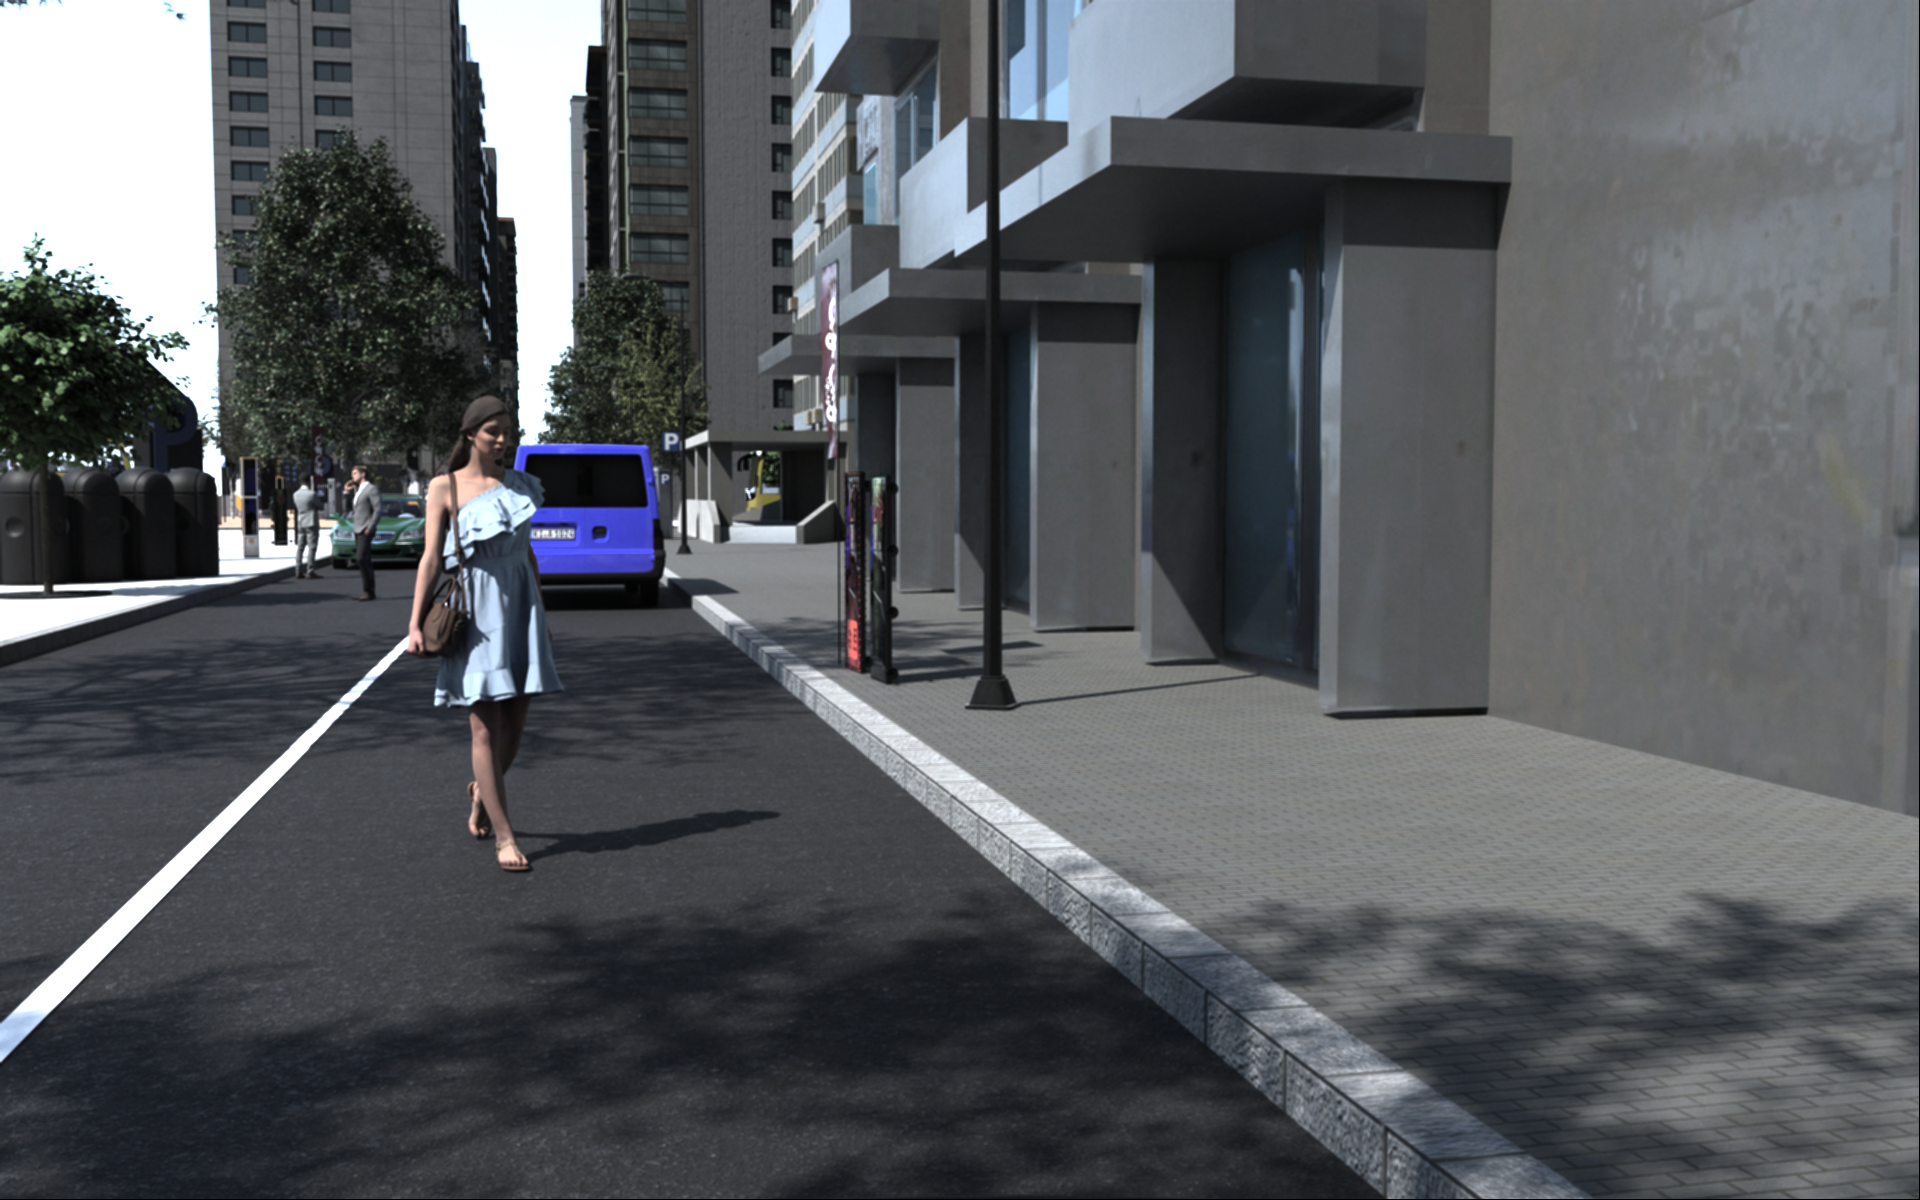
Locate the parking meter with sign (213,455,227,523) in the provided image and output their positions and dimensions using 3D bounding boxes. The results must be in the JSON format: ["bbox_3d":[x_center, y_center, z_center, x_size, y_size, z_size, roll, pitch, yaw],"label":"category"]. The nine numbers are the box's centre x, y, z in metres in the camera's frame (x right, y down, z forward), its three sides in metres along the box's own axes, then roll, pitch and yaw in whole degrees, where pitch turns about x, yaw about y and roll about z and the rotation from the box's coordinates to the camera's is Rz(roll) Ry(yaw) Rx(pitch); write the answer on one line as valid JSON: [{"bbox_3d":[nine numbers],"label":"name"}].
[{"bbox_3d":[-33.553,-4.941,77.053,0.543,3.016,1.738,3,5,43],"label":"parking meter with sign"}]

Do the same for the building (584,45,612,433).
[{"bbox_3d":[-25.508,-31.582,170.995,22.147,44.769,28.867,-1,4,-13],"label":"building"}]

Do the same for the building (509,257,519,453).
[{"bbox_3d":[-79.995,-36.769,284.763,14.154,41.232,14.086,-1,4,-13],"label":"building"}]

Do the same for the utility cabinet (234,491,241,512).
[{"bbox_3d":[-49.370,-6.756,119.140,1.173,1.500,0.318,1,4,20],"label":"utility cabinet"}]

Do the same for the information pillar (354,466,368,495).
[{"bbox_3d":[-15.912,-2.544,46.086,0.304,2.012,0.304,-1,4,-9],"label":"information pillar"}]

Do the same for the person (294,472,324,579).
[{"bbox_3d":[-11.047,-1.270,29.442,0.511,1.800,0.466,1,4,11],"label":"person"}]

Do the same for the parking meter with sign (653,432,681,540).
[{"bbox_3d":[-8.484,-3.250,49.398,0.543,3.016,1.738,-2,4,-27],"label":"parking meter with sign"}]

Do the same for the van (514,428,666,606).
[{"bbox_3d":[-5.186,-1.177,23.631,2.240,2.365,5.245,-1,4,-14],"label":"van"}]

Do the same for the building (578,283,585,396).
[{"bbox_3d":[-45.101,-28.510,237.838,14.160,30.474,14.107,-1,4,-13],"label":"building"}]

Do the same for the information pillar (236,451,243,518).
[{"bbox_3d":[-39.145,-6.292,94.231,0.504,3.616,0.183,1,4,9],"label":"information pillar"}]

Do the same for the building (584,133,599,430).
[{"bbox_3d":[-38.592,-34.352,211.758,14.600,45.320,14.200,-1,4,-13],"label":"building"}]

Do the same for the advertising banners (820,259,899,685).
[{"bbox_3d":[-0.754,-0.996,12.470,0.090,3.025,2.074,-1,4,-17],"label":"advertising banners"}]

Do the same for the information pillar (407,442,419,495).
[{"bbox_3d":[-24.328,-5.245,77.106,0.504,3.616,0.183,0,4,-6],"label":"information pillar"}]

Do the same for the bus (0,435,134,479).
[{"bbox_3d":[-35.395,-4.306,61.949,12.252,3.916,2.896,-1,4,-13],"label":"bus"}]

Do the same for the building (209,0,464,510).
[{"bbox_3d":[-51.309,-43.434,148.393,20.563,71.187,20.611,-1,4,-13],"label":"building"}]

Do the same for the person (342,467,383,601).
[{"bbox_3d":[-8.079,-0.902,23.430,0.473,1.802,0.592,-2,4,-28],"label":"person"}]

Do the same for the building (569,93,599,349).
[{"bbox_3d":[-47.083,-43.805,258.204,21.231,58.520,28.212,-1,4,-13],"label":"building"}]

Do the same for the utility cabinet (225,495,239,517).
[{"bbox_3d":[-41.164,-5.284,97.548,1.020,1.237,0.306,-2,4,-26],"label":"utility cabinet"}]

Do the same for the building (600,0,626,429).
[{"bbox_3d":[-31.786,-46.267,194.710,20.563,71.187,20.611,-1,4,-13],"label":"building"}]

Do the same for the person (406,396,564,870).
[{"bbox_3d":[-1.888,0.110,6.803,0.616,1.811,0.778,-2,4,-32],"label":"person"}]

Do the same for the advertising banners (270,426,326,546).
[{"bbox_3d":[-16.692,-2.910,43.773,0.090,3.025,2.074,1,4,19],"label":"advertising banners"}]

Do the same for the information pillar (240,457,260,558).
[{"bbox_3d":[-14.288,-1.856,34.845,0.304,2.012,0.304,-2,4,-28],"label":"information pillar"}]

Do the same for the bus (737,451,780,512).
[{"bbox_3d":[-2.598,-4.741,69.055,12.252,3.916,2.896,-1,4,-12],"label":"bus"}]

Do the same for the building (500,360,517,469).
[{"bbox_3d":[-74.621,-23.822,234.520,27.650,21.520,28.899,-1,4,-13],"label":"building"}]

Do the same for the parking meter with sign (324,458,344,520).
[{"bbox_3d":[-30.705,-5.437,85.157,1.738,3.016,0.543,3,5,42],"label":"parking meter with sign"}]

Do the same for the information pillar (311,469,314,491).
[{"bbox_3d":[-29.679,-5.385,79.392,0.183,3.616,0.504,-1,4,-16],"label":"information pillar"}]

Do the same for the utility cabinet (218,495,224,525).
[{"bbox_3d":[-31.107,-3.702,71.686,0.306,1.237,1.020,2,4,35],"label":"utility cabinet"}]

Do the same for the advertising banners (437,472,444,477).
[{"bbox_3d":[-40.517,-8.667,137.898,2.074,3.025,0.090,0,4,-7],"label":"advertising banners"}]

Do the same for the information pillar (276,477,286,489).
[{"bbox_3d":[-29.605,-4.346,75.554,0.304,2.012,0.304,0,4,1],"label":"information pillar"}]

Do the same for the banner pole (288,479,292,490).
[{"bbox_3d":[-49.898,-8.500,128.992,0.401,3.779,0.863,0,4,-2],"label":"banner pole"}]

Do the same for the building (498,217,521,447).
[{"bbox_3d":[-78.425,-37.210,263.013,22.147,44.769,28.867,-1,4,-13],"label":"building"}]

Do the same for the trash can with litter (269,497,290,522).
[{"bbox_3d":[-31.590,-4.228,80.521,1.055,1.170,0.624,2,4,28],"label":"trash can with litter"}]
